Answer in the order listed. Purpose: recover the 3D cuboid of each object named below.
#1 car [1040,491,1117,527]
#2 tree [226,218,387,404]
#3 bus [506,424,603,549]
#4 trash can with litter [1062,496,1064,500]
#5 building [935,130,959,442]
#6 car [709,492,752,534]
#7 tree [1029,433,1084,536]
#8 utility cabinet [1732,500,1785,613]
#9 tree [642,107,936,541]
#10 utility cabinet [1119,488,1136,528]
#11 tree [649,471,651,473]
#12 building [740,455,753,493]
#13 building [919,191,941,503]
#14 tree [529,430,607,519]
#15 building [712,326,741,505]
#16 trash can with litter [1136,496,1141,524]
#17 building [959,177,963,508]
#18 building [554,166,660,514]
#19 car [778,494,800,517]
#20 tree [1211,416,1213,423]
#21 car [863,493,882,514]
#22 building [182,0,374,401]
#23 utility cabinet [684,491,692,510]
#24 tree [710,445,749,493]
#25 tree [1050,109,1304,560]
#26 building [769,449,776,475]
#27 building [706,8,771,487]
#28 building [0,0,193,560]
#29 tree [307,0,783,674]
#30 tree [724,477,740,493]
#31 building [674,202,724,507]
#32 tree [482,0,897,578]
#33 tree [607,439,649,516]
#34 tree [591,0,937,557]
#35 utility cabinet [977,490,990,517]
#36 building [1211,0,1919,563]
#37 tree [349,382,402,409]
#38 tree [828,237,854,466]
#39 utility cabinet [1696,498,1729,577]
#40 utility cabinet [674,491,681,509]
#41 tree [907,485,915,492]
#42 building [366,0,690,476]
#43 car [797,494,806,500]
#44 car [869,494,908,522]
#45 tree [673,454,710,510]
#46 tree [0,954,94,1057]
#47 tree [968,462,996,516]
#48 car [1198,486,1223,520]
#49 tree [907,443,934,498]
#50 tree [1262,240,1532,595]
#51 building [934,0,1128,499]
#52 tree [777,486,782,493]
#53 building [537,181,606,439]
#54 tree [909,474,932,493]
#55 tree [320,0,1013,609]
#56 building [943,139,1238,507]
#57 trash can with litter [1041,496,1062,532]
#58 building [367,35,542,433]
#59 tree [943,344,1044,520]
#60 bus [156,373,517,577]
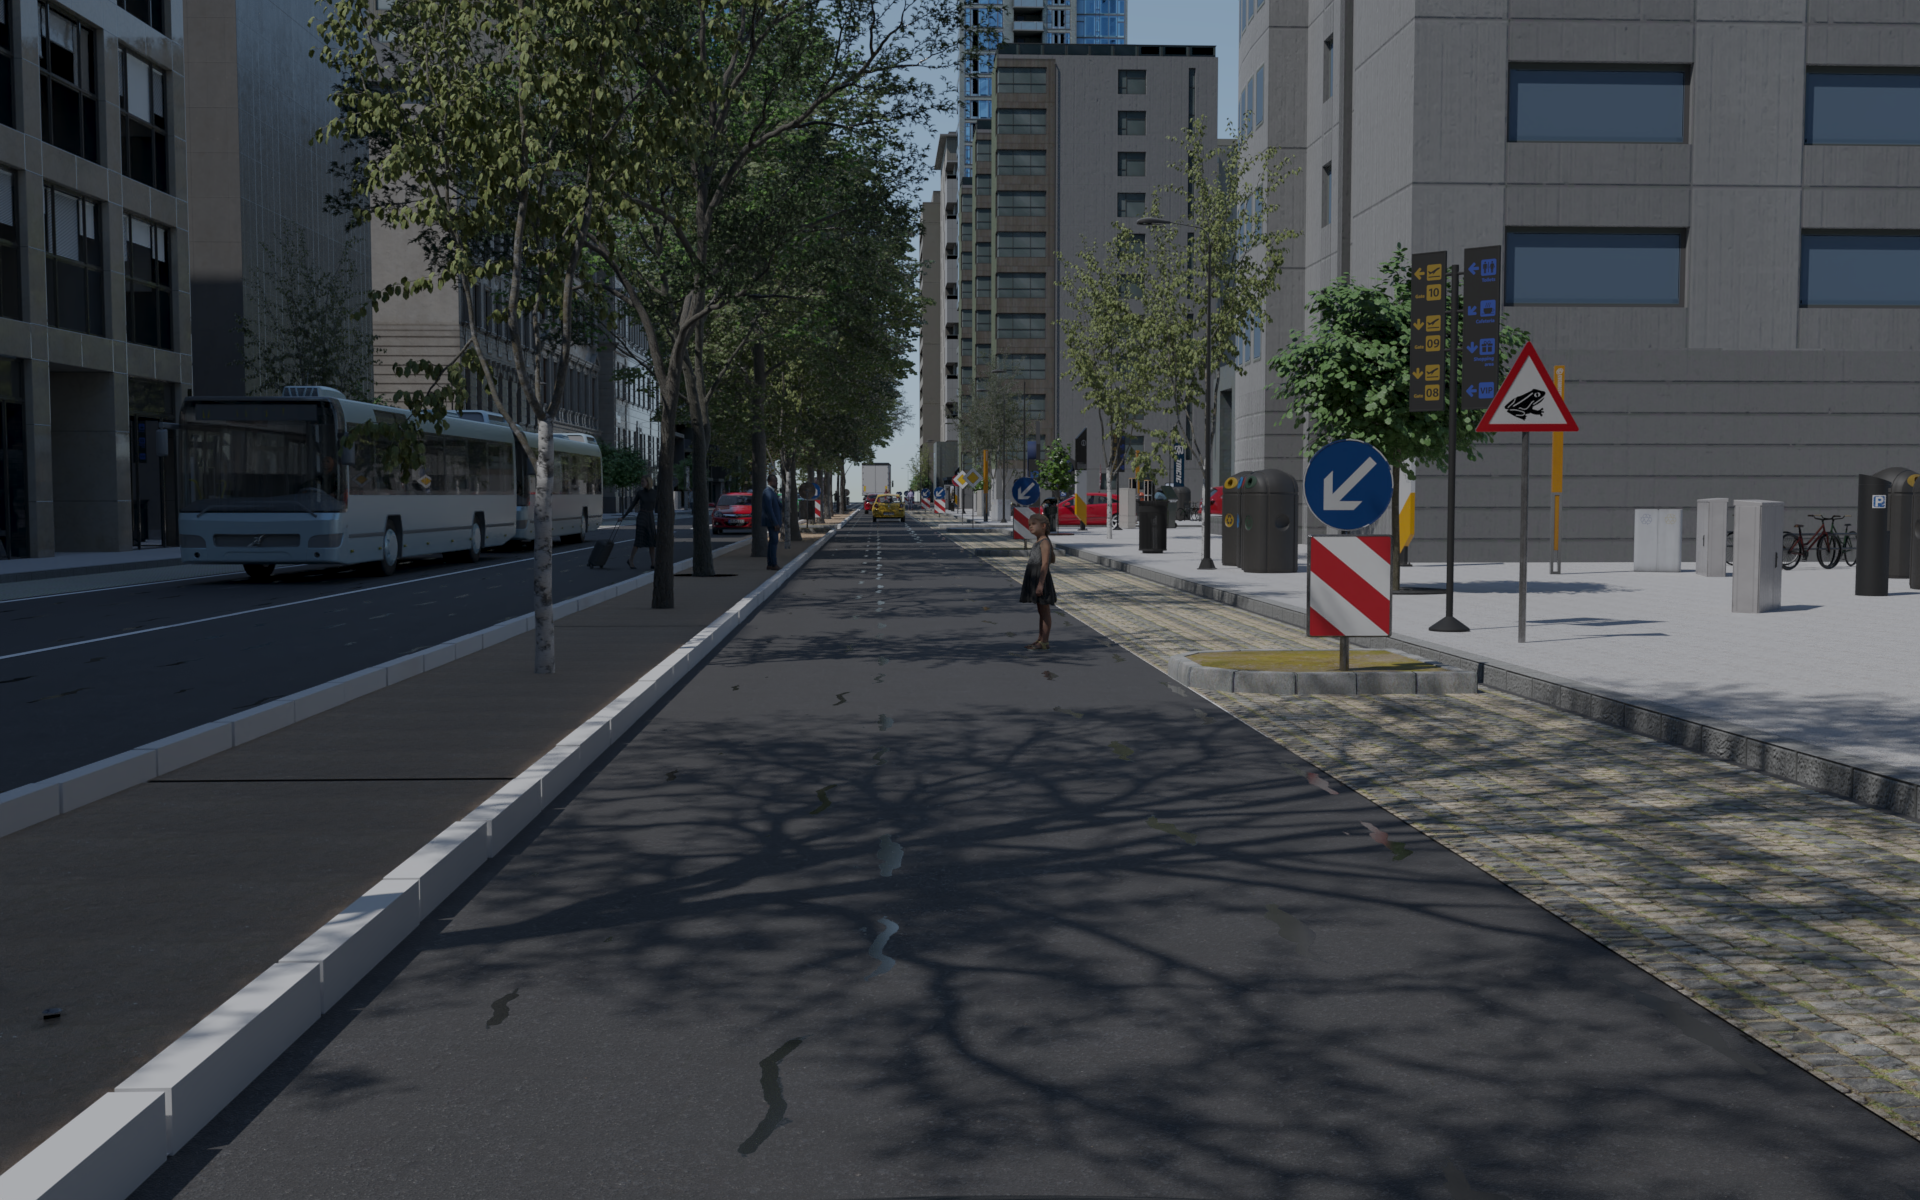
[{"bbox_3d":[4.731,-3.642,68.579,4.494,1.783,2.155,0,4,-2],"label":"car"},{"bbox_3d":[-17.188,-5.862,46.211,4.360,8.622,3.978,0,3,0],"label":"tree"},{"bbox_3d":[-12.051,-3.211,47.354,2.948,3.499,13.247,0,4,-3],"label":"bus"},{"bbox_3d":[4.879,-4.730,88.728,0.624,1.170,1.055,-3,4,-36],"label":"trash can with litter"},{"bbox_3d":[11.085,-40.261,247.506,28.713,52.752,27.495,0,4,-3],"label":"building"},{"bbox_3d":[-8.025,-3.292,62.870,2.155,1.783,4.494,0,4,-5],"label":"car"},{"bbox_3d":[3.166,-3.635,54.040,1.663,3.219,1.824,0,3,0],"label":"tree"},{"bbox_3d":[8.781,-0.482,19.039,0.306,1.237,1.020,3,4,38],"label":"utility cabinet"},{"bbox_3d":[-5.143,-8.756,52.265,9.857,13.997,8.962,0,3,0],"label":"tree"},{"bbox_3d":[6.223,-3.401,64.277,0.318,1.500,1.173,-1,4,-11],"label":"utility cabinet"},{"bbox_3d":[-20.003,-7.269,102.559,4.285,4.588,4.351,0,3,0],"label":"tree"},{"bbox_3d":[-39.562,-36.148,245.649,22.147,44.769,28.867,0,4,-3],"label":"building"},{"bbox_3d":[4.529,-39.642,271.851,21.300,48.544,21.600,0,4,-3],"label":"building"},{"bbox_3d":[-19.101,-5.850,79.363,4.285,4.588,4.351,0,3,0],"label":"tree"},{"bbox_3d":[-34.273,-26.843,210.586,14.160,30.474,14.107,0,4,-3],"label":"building"},{"bbox_3d":[7.147,-3.879,74.487,2.233,1.210,1.678,1,4,19],"label":"trash can with litter"},{"bbox_3d":[6.804,-23.779,160.482,14.160,30.474,14.107,0,4,-3],"label":"building"},{"bbox_3d":[-28.737,-20.010,124.425,12.463,27.353,25.104,0,4,-3],"label":"building"},{"bbox_3d":[-10.990,-6.148,109.322,1.959,1.807,4.718,0,4,-4],"label":"car"},{"bbox_3d":[17.001,-9.463,105.082,4.360,8.622,3.978,0,3,0],"label":"tree"},{"bbox_3d":[-5.980,-7.101,125.142,2.155,1.783,4.494,0,4,-1],"label":"car"},{"bbox_3d":[-35.232,-14.387,54.287,30.058,24.678,14.314,0,4,-3],"label":"building"},{"bbox_3d":[-21.141,-7.753,135.444,0.318,1.500,1.173,1,4,21],"label":"utility cabinet"},{"bbox_3d":[-23.358,-13.860,176.975,4.360,8.622,3.978,0,3,0],"label":"tree"},{"bbox_3d":[4.565,-5.073,33.298,4.737,8.622,4.395,0,3,0],"label":"tree"},{"bbox_3d":[-39.192,-39.635,298.146,14.600,45.320,14.200,0,4,-3],"label":"building"},{"bbox_3d":[-41.136,-58.810,274.212,22.319,86.520,31.000,0,4,-3],"label":"building"},{"bbox_3d":[-27.575,-13.452,24.455,19.350,26.468,34.151,0,4,-3],"label":"building"},{"bbox_3d":[-3.360,-3.728,13.770,4.737,8.622,4.395,0,3,0],"label":"tree"},{"bbox_3d":[-25.615,-12.463,198.368,1.663,3.219,1.824,0,3,0],"label":"tree"},{"bbox_3d":[-37.576,-32.630,188.118,22.147,44.769,28.867,0,4,-3],"label":"building"},{"bbox_3d":[-4.556,-6.208,29.716,9.928,11.665,9.643,0,3,0],"label":"tree"},{"bbox_3d":[-19.330,-6.523,90.364,4.285,4.588,4.351,0,3,0],"label":"tree"},{"bbox_3d":[-4.409,-7.212,38.495,7.486,12.596,7.792,0,3,0],"label":"tree"},{"bbox_3d":[1.308,-5.459,97.931,0.318,1.500,1.173,2,4,23],"label":"utility cabinet"},{"bbox_3d":[18.138,-30.764,44.992,21.231,58.520,28.212,0,4,-3],"label":"building"},{"bbox_3d":[-17.537,-4.095,50.670,4.285,4.588,4.351,0,3,0],"label":"tree"},{"bbox_3d":[-4.526,-5.634,44.932,4.737,8.622,4.395,0,3,0],"label":"tree"},{"bbox_3d":[11.806,-0.983,27.227,0.306,1.237,1.020,1,4,14],"label":"utility cabinet"},{"bbox_3d":[-23.618,-8.303,144.433,0.318,1.500,1.173,-2,4,-32],"label":"utility cabinet"},{"bbox_3d":[-8.328,-18.678,299.990,1.663,3.219,1.824,0,3,0],"label":"tree"},{"bbox_3d":[-39.508,-34.871,159.375,28.713,52.752,27.495,0,4,-3],"label":"building"},{"bbox_3d":[-18.998,-11.748,203.882,2.131,1.459,4.920,0,4,-3],"label":"car"},{"bbox_3d":[-3.708,-4.876,89.942,2.015,1.641,3.980,0,4,-3],"label":"car"},{"bbox_3d":[-22.046,-9.637,141.278,4.285,4.588,4.351,0,3,0],"label":"tree"},{"bbox_3d":[-3.044,-5.598,4.352,12.009,13.543,11.850,0,3,0],"label":"tree"},{"bbox_3d":[1.138,-6.416,99.508,1.663,3.219,1.824,0,3,0],"label":"tree"},{"bbox_3d":[12.091,-3.663,68.570,5.304,1.827,2.281,0,4,-3],"label":"car"},{"bbox_3d":[-5.310,-17.824,241.780,4.737,8.622,4.395,0,3,0],"label":"tree"},{"bbox_3d":[5.700,-2.382,22.666,4.285,4.588,4.351,0,3,0],"label":"tree"},{"bbox_3d":[8.511,-54.599,205.365,22.319,86.520,31.000,0,4,-3],"label":"building"},{"bbox_3d":[-30.091,-18.394,295.342,1.663,3.219,1.824,0,3,0],"label":"tree"},{"bbox_3d":[-27.911,-16.229,101.498,11.583,22.565,21.152,0,4,-3],"label":"building"},{"bbox_3d":[-5.683,-16.187,248.371,4.285,4.588,4.351,0,3,0],"label":"tree"},{"bbox_3d":[-3.712,-5.141,20.931,8.767,10.594,7.601,0,4,-3],"label":"tree"},{"bbox_3d":[14.505,-29.829,179.588,32.217,40.220,23.993,0,4,-3],"label":"building"},{"bbox_3d":[2.989,-2.916,59.071,0.624,1.170,1.055,-1,4,-8],"label":"trash can with litter"},{"bbox_3d":[-26.223,-14.231,81.830,9.793,20.994,18.267,0,4,-3],"label":"building"},{"bbox_3d":[1.472,-8.234,84.995,4.360,8.622,3.978,0,3,0],"label":"tree"},{"bbox_3d":[-11.198,-2.322,32.832,2.948,3.499,13.247,0,4,-2],"label":"bus"}]
